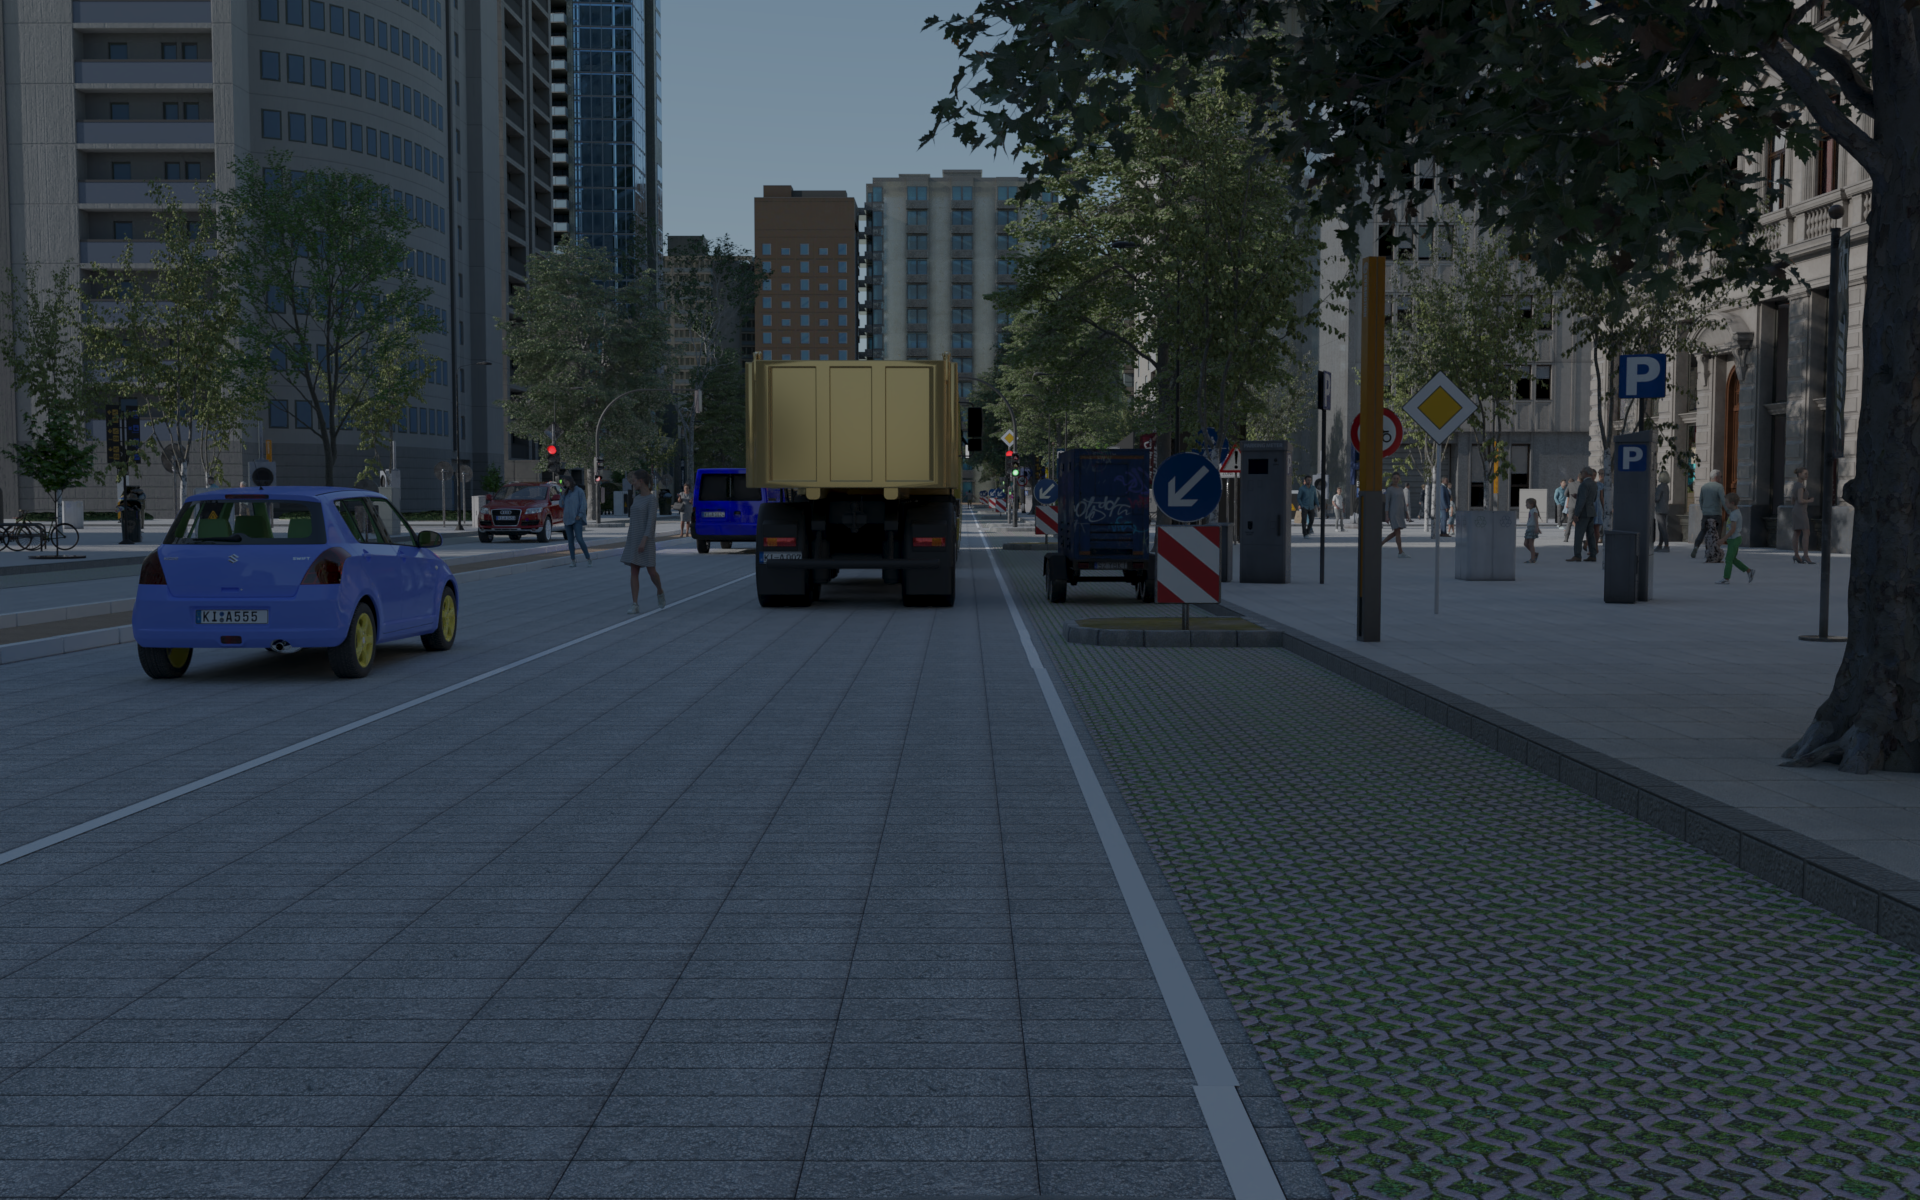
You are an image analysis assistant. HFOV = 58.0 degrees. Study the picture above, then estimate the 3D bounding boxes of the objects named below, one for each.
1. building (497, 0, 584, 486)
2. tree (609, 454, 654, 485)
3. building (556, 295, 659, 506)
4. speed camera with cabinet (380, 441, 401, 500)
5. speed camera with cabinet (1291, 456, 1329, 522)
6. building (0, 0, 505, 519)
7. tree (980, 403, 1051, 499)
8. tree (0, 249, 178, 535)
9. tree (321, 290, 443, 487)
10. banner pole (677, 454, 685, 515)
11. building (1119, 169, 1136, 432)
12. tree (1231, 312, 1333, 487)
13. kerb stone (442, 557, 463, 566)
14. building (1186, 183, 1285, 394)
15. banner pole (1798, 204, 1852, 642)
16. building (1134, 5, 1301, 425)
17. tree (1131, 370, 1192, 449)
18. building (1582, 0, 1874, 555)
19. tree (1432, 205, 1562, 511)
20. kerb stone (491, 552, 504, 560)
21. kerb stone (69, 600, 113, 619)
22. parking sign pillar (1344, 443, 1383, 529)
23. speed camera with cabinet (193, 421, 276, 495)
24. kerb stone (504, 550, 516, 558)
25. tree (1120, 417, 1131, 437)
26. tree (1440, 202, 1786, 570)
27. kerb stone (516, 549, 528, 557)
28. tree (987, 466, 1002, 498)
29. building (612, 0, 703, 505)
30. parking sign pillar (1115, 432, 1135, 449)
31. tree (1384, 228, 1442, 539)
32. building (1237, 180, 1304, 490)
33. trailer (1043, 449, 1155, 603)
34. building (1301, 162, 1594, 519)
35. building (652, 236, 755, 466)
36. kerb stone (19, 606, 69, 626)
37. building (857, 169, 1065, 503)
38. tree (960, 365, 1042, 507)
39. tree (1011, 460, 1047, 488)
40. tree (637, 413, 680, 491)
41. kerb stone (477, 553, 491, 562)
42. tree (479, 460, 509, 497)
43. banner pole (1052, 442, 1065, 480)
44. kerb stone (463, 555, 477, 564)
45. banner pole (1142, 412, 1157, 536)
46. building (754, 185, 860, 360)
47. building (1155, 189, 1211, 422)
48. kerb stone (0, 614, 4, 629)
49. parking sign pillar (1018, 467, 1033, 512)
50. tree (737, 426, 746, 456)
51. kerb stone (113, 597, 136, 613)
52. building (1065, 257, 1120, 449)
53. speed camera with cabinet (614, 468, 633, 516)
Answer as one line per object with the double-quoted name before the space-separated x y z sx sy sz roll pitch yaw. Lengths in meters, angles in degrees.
"building" -40.475 -42.493 133.013 20.563 71.187 20.611 0 4 0
"tree" -26.926 -9.564 140.086 4.285 4.588 4.351 0 3 0
"building" -45.228 -19.593 165.392 27.650 21.520 28.899 0 4 0
"speed camera with cabinet" -21.692 -4.338 65.263 0.660 3.252 2.038 -3 4 -36
"speed camera with cabinet" 15.745 -5.174 78.927 2.038 3.252 0.660 1 4 19
"building" -41.203 -34.193 101.050 21.231 58.520 28.212 0 4 0
"tree" 5.438 -13.294 143.114 9.928 11.665 9.643 0 3 0
"tree" -27.667 -6.304 53.429 4.737 8.622 4.395 0 3 0
"tree" -20.398 -6.769 61.033 4.737 8.622 4.395 0 3 0
"banner pole" -17.311 -7.198 107.700 0.401 3.779 0.863 -3 4 -38
"building" 25.693 -31.856 204.440 14.154 41.232 14.086 0 4 0
"tree" 11.410 -6.953 64.049 4.360 8.622 3.978 0 3 0
"kerb stone" -10.157 -0.752 34.495 0.120 0.150 1.000 0 4 0
"building" 26.685 -18.416 134.384 16.112 22.955 30.059 0 4 0
"banner pole" 7.509 -1.519 14.861 0.401 3.779 0.863 1 4 17
"building" 33.169 -36.326 183.167 28.713 52.752 27.495 0 4 0
"tree" 12.774 -9.043 98.214 4.360 8.622 3.978 0 3 0
"building" 23.692 -13.065 42.492 11.050 23.489 19.941 0 4 0
"tree" 12.200 -5.515 40.540 4.737 8.622 4.395 0 3 0
"kerb stone" -10.149 -0.940 37.561 0.120 0.150 1.000 0 4 0
"kerb stone" -10.190 0.126 20.143 0.120 0.150 1.000 0 4 0
"parking sign pillar" 15.089 -4.659 64.646 1.447 3.967 1.447 -1 4 -17
"speed camera with cabinet" -19.425 -3.183 46.384 2.038 3.252 0.660 -2 4 -26
"kerb stone" -10.143 -0.998 38.584 0.120 0.150 1.000 0 4 0
"tree" 12.471 -9.892 112.102 4.360 8.622 3.978 0 3 0
"tree" 11.055 -4.801 28.858 4.360 8.622 3.978 0 3 0
"kerb stone" -10.135 -1.059 39.613 0.120 0.150 1.000 0 4 0
"tree" 4.930 -16.602 221.798 4.737 8.622 4.395 0 3 0
"building" -47.040 -54.254 199.723 31.000 86.520 22.319 0 4 0
"parking sign pillar" 7.016 -5.300 75.135 1.447 3.967 1.447 2 4 33
"tree" 13.695 -6.034 49.026 4.360 8.622 3.978 0 3 0
"building" 24.095 -15.676 111.055 10.420 20.320 16.860 0 4 0
"trailer" 1.871 -1.019 23.712 1.471 1.999 3.904 0 4 -1
"building" 29.747 -16.885 94.091 19.932 24.808 12.078 0 4 0
"building" -41.520 -34.945 263.236 23.993 40.220 32.217 0 4 0
"kerb stone" -10.190 0.188 19.121 0.120 0.150 1.000 0 4 0
"building" 0.259 -39.051 258.087 30.456 49.044 23.786 0 4 0
"tree" 4.397 -15.874 166.190 9.857 13.997 8.962 0 3 0
"tree" 5.348 -9.055 131.768 4.285 4.588 4.351 0 3 0
"tree" -26.037 -12.085 147.956 4.737 8.622 4.395 0 3 0
"kerb stone" -10.152 -0.876 36.539 0.120 0.150 1.000 0 4 0
"tree" -26.199 -6.305 97.684 1.663 3.219 1.824 0 3 0
"banner pole" 4.726 -5.722 83.568 0.863 3.779 0.401 2 4 25
"kerb stone" -10.155 -0.815 35.517 0.120 0.150 1.000 0 4 0
"banner pole" 5.796 -3.842 52.830 0.863 3.779 0.401 -2 4 -24
"building" -22.080 -36.914 253.653 14.200 45.320 14.600 0 4 0
"building" 25.231 -23.939 163.104 14.160 30.474 14.107 0 4 0
"kerb stone" -10.195 0.251 18.093 0.120 0.150 1.000 0 4 0
"parking sign pillar" 4.985 -8.422 126.176 1.447 3.967 1.447 -3 4 -38
"tree" -18.169 -12.465 154.157 4.360 8.622 3.978 0 3 0
"kerb stone" -10.179 0.063 21.165 0.120 0.150 1.000 0 4 0
"building" 27.496 -34.949 263.295 23.993 40.220 32.217 0 4 0
"speed camera with cabinet" -19.646 -6.552 101.467 0.660 3.252 2.038 1 4 11
